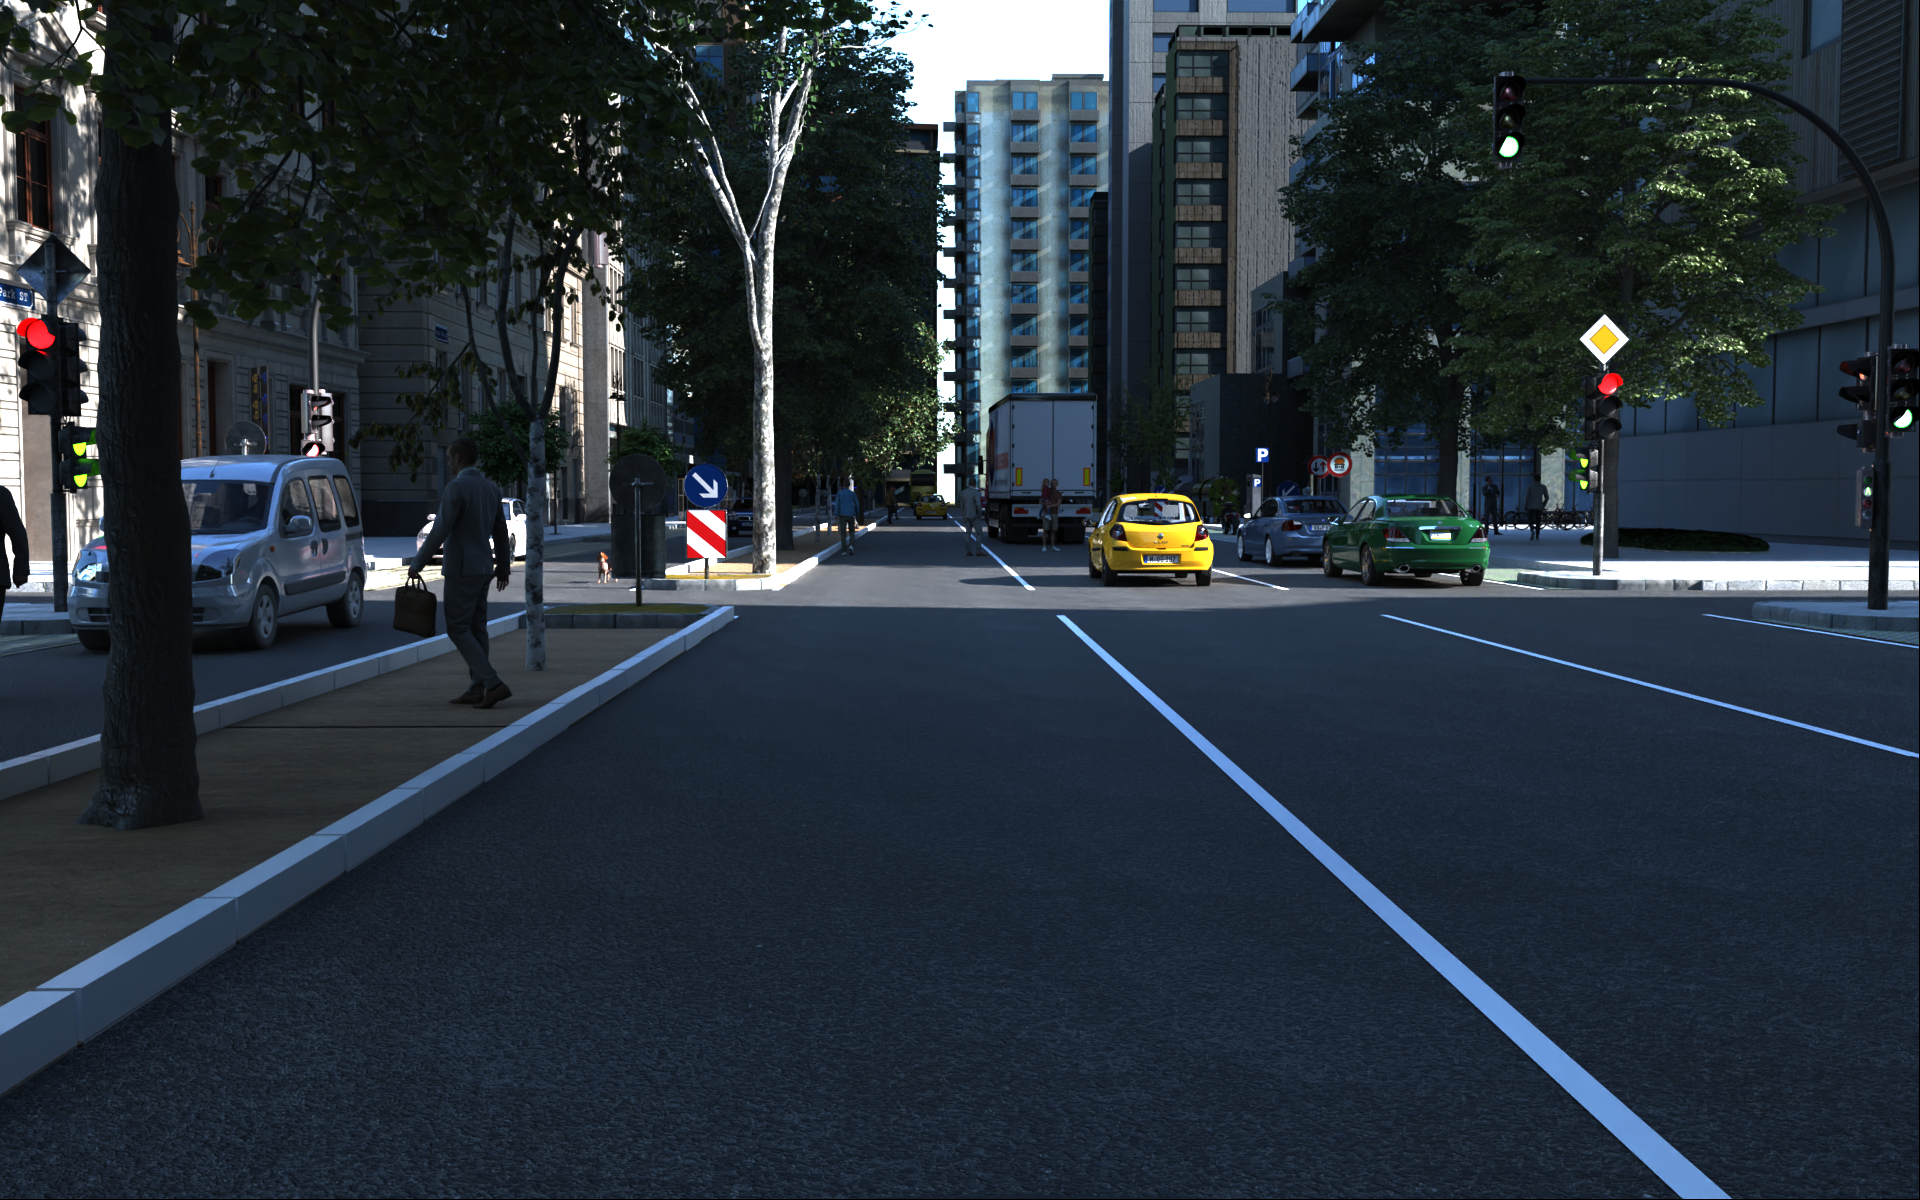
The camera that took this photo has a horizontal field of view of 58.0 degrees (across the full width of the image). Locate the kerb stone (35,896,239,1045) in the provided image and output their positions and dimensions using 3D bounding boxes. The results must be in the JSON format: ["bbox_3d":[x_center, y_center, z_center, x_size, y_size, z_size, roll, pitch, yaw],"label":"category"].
[{"bbox_3d":[-2.350,1.052,5.000,0.120,0.150,1.000,0,4,-1],"label":"kerb stone"}]

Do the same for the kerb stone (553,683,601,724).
[{"bbox_3d":[-2.477,0.676,11.137,0.120,0.150,1.000,0,4,-1],"label":"kerb stone"}]

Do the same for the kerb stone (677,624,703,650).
[{"bbox_3d":[-2.567,0.364,16.279,0.120,0.150,1.000,0,4,-1],"label":"kerb stone"}]

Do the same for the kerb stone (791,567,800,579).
[{"bbox_3d":[-2.827,-0.422,29.087,0.120,0.150,1.000,0,4,-1],"label":"kerb stone"}]

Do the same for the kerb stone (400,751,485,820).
[{"bbox_3d":[-2.413,0.865,8.072,0.120,0.150,1.000,0,4,-1],"label":"kerb stone"}]

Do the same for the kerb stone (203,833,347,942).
[{"bbox_3d":[-2.374,0.993,6.029,0.120,0.150,1.000,0,4,-1],"label":"kerb stone"}]

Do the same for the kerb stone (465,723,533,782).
[{"bbox_3d":[-2.428,0.803,9.094,0.120,0.150,1.000,0,4,-1],"label":"kerb stone"}]

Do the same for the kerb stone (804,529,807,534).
[{"bbox_3d":[-5.571,-2.363,60.825,0.120,0.150,1.000,0,4,-1],"label":"kerb stone"}]

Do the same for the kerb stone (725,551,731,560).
[{"bbox_3d":[-5.099,-0.921,37.247,0.120,0.150,1.000,0,4,-1],"label":"kerb stone"}]

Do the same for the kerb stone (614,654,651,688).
[{"bbox_3d":[-2.511,0.552,13.197,0.120,0.150,1.000,0,4,-1],"label":"kerb stone"}]

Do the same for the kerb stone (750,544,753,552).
[{"bbox_3d":[-5.196,-1.235,42.381,0.120,0.150,1.000,0,4,-1],"label":"kerb stone"}]

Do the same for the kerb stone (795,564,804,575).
[{"bbox_3d":[-2.856,-0.484,30.109,0.120,0.150,1.000,0,4,-1],"label":"kerb stone"}]

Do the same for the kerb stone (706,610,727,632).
[{"bbox_3d":[-2.612,0.239,18.325,0.120,0.150,1.000,0,4,-1],"label":"kerb stone"}]

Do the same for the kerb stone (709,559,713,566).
[{"bbox_3d":[-5.037,-0.730,34.169,0.120,0.150,1.000,0,4,-1],"label":"kerb stone"}]

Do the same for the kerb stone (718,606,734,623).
[{"bbox_3d":[-2.639,0.176,19.347,0.120,0.150,1.000,0,4,-1],"label":"kerb stone"}]

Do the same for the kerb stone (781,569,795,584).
[{"bbox_3d":[-2.813,-0.359,28.063,0.120,0.150,1.000,0,4,-1],"label":"kerb stone"}]

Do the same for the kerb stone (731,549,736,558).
[{"bbox_3d":[-5.123,-0.984,38.277,0.120,0.150,1.000,0,4,-1],"label":"kerb stone"}]

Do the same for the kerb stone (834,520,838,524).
[{"bbox_3d":[-6.046,-3.805,84.406,0.120,0.150,1.000,0,4,-1],"label":"kerb stone"}]

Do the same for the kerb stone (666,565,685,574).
[{"bbox_3d":[-4.957,-0.482,30.068,0.120,0.150,1.000,0,4,-1],"label":"kerb stone"}]

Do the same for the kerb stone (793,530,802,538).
[{"bbox_3d":[-5.531,-2.237,58.773,0.120,0.150,1.000,0,4,-1],"label":"kerb stone"}]

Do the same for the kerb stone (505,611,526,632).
[{"bbox_3d":[-4.721,0.247,18.235,0.120,0.150,1.000,0,4,-1],"label":"kerb stone"}]

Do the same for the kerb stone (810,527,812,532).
[{"bbox_3d":[-5.630,-2.550,63.896,0.120,0.150,1.000,0,4,-1],"label":"kerb stone"}]

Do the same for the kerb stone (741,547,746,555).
[{"bbox_3d":[-5.156,-1.108,40.324,0.120,0.150,1.000,0,4,-1],"label":"kerb stone"}]

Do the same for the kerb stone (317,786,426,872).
[{"bbox_3d":[-2.391,0.929,7.051,0.120,0.150,1.000,0,4,-1],"label":"kerb stone"}]

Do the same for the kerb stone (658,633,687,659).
[{"bbox_3d":[-2.559,0.427,15.253,0.120,0.150,1.000,0,4,-1],"label":"kerb stone"}]

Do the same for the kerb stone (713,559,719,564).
[{"bbox_3d":[-5.063,-0.794,35.192,0.120,0.150,1.000,0,4,-1],"label":"kerb stone"}]

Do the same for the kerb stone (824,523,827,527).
[{"bbox_3d":[-5.841,-3.178,74.154,0.120,0.150,1.000,0,4,-1],"label":"kerb stone"}]

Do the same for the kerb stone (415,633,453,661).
[{"bbox_3d":[-4.654,0.431,15.154,0.120,0.150,1.000,0,4,-1],"label":"kerb stone"}]

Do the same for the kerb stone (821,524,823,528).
[{"bbox_3d":[-5.751,-2.927,70.047,0.120,0.150,1.000,0,4,-1],"label":"kerb stone"}]

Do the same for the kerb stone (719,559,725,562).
[{"bbox_3d":[-5.085,-0.857,36.214,0.120,0.150,1.000,0,4,-1],"label":"kerb stone"}]

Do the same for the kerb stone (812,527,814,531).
[{"bbox_3d":[-5.652,-2.611,64.918,0.120,0.150,1.000,0,4,-1],"label":"kerb stone"}]

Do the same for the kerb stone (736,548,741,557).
[{"bbox_3d":[-5.136,-1.046,39.299,0.120,0.150,1.000,0,4,-1],"label":"kerb stone"}]

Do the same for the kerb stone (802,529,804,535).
[{"bbox_3d":[-5.552,-2.300,59.798,0.120,0.150,1.000,0,4,-1],"label":"kerb stone"}]

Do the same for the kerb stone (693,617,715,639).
[{"bbox_3d":[-2.594,0.302,17.300,0.120,0.150,1.000,0,4,-1],"label":"kerb stone"}]

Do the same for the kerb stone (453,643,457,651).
[{"bbox_3d":[-4.679,0.370,16.192,0.120,0.150,1.000,0,4,-1],"label":"kerb stone"}]

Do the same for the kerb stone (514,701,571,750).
[{"bbox_3d":[-2.452,0.740,10.116,0.120,0.150,1.000,0,4,-1],"label":"kerb stone"}]

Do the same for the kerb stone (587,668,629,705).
[{"bbox_3d":[-2.493,0.618,12.166,0.120,0.150,1.000,0,4,-1],"label":"kerb stone"}]

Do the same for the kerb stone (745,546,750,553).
[{"bbox_3d":[-5.185,-1.169,41.351,0.120,0.150,1.000,0,4,-1],"label":"kerb stone"}]

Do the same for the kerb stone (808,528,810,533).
[{"bbox_3d":[-5.620,-2.485,62.869,0.120,0.150,1.000,0,4,-1],"label":"kerb stone"}]

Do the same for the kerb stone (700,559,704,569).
[{"bbox_3d":[-5.019,-0.670,33.146,0.120,0.150,1.000,0,4,-1],"label":"kerb stone"}]

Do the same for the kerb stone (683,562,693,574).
[{"bbox_3d":[-4.970,-0.544,31.090,0.120,0.150,1.000,0,4,-1],"label":"kerb stone"}]

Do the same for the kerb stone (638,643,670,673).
[{"bbox_3d":[-2.533,0.488,14.219,0.120,0.150,1.000,0,4,-1],"label":"kerb stone"}]

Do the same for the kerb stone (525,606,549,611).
[{"bbox_3d":[-4.737,0.179,19.265,0.120,0.150,1.000,0,4,-1],"label":"kerb stone"}]

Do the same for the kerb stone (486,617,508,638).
[{"bbox_3d":[-4.699,0.310,17.213,0.120,0.150,1.000,0,4,-1],"label":"kerb stone"}]

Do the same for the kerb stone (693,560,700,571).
[{"bbox_3d":[-4.994,-0.607,32.121,0.120,0.150,1.000,0,4,-1],"label":"kerb stone"}]

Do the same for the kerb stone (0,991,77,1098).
[{"bbox_3d":[-2.332,1.115,3.972,0.120,0.150,1.000,0,4,-1],"label":"kerb stone"}]
